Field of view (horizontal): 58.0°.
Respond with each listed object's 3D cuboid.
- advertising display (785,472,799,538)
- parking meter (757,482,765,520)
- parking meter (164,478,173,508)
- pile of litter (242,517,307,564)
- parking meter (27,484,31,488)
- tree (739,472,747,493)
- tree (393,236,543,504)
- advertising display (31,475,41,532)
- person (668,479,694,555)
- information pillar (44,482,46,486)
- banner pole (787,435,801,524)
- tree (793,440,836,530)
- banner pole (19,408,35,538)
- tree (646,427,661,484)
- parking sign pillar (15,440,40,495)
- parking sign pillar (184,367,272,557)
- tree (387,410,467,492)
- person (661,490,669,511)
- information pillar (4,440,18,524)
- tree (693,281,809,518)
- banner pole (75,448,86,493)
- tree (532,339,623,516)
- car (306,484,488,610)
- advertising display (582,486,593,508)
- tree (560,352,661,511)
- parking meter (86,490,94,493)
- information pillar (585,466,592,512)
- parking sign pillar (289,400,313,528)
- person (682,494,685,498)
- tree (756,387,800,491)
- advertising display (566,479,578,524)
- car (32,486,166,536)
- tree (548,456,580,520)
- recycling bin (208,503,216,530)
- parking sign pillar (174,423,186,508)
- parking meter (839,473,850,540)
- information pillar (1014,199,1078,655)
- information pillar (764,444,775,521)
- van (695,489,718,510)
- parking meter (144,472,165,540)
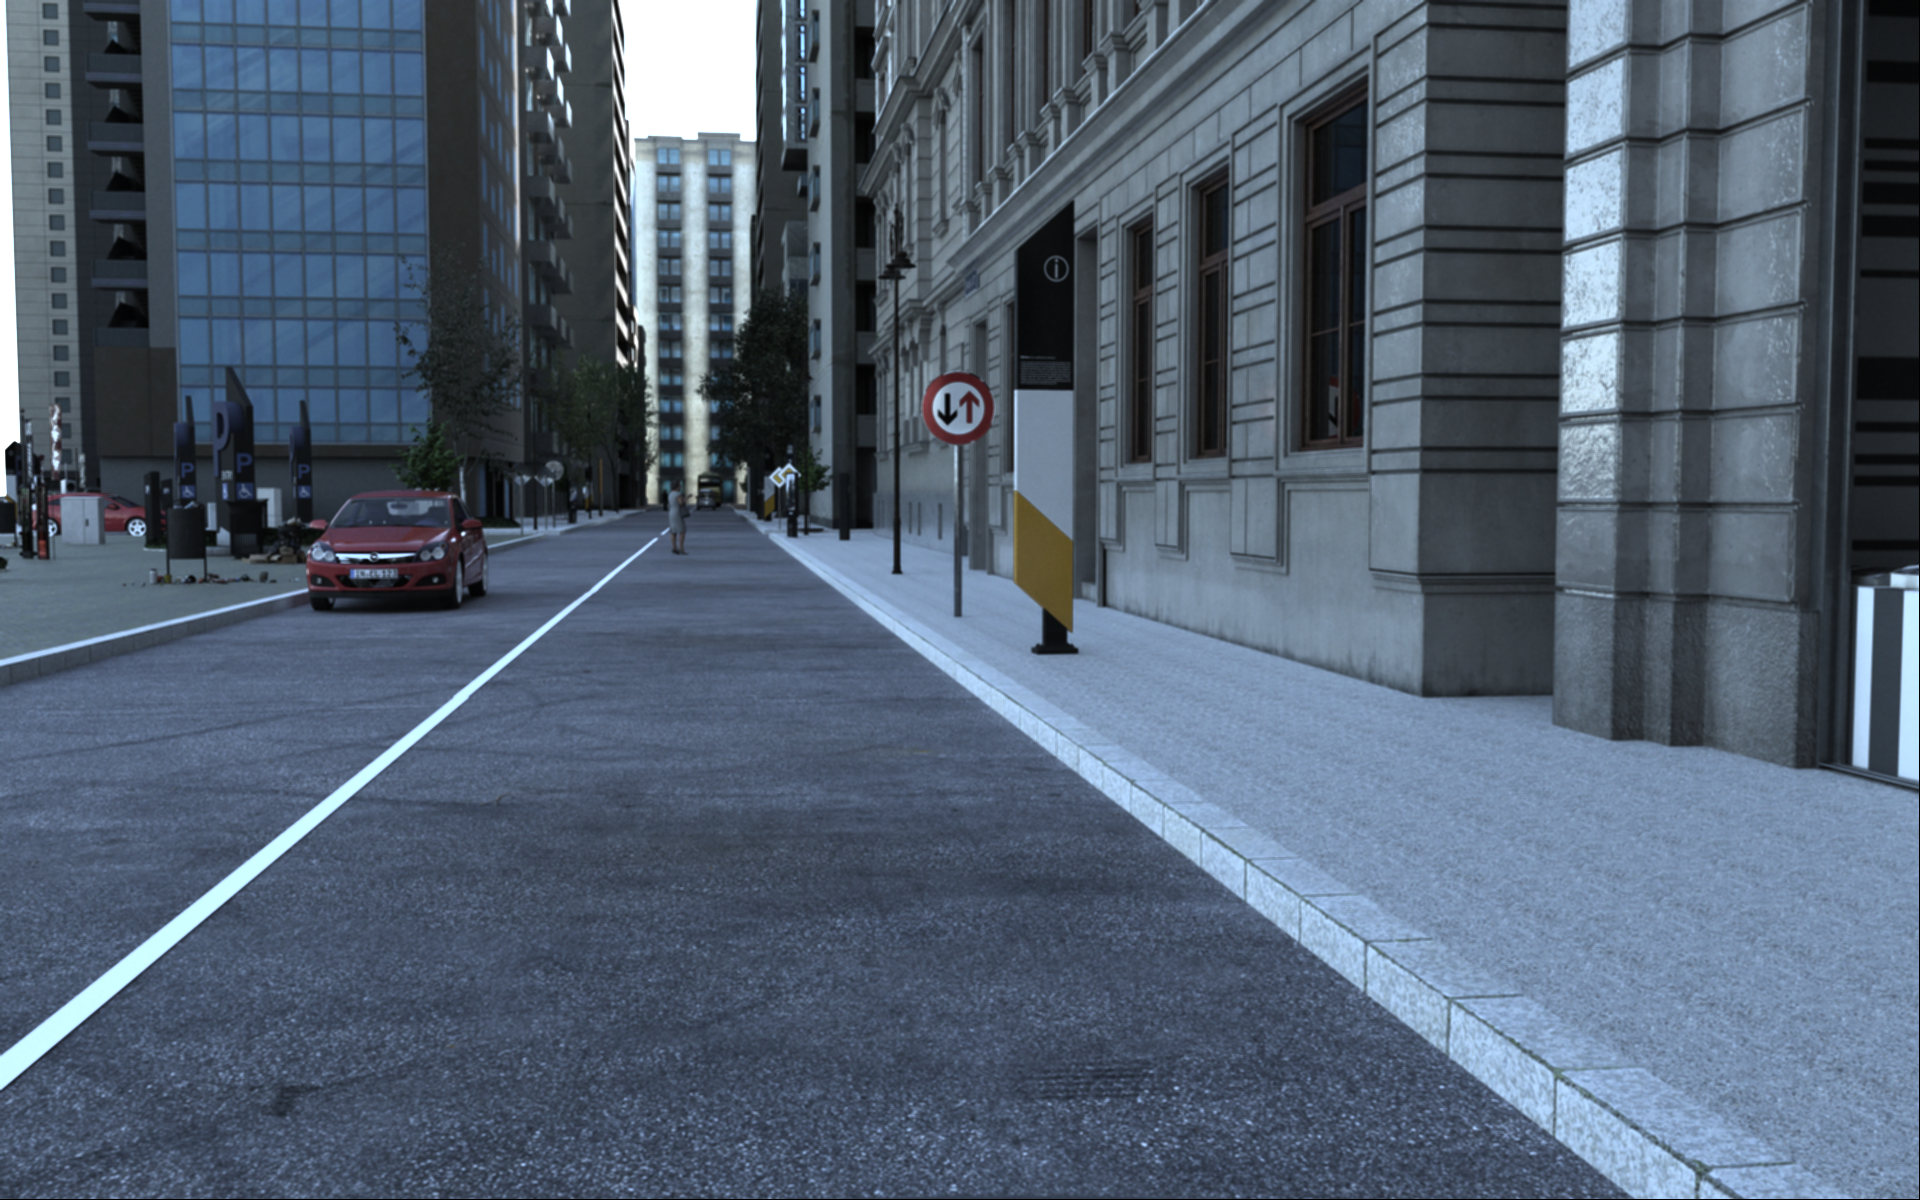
[{"bbox_3d":[-4.979,-2.824,51.378,0.123,1.923,0.974,-1,4,-22],"label":"advertising display"},{"bbox_3d":[-9.861,-4.902,85.860,0.255,1.863,0.399,2,4,34],"label":"parking meter"},{"bbox_3d":[-29.478,-3.587,64.350,0.399,1.863,0.255,-1,4,-18],"label":"parking meter"},{"bbox_3d":[-12.615,-1.111,32.135,1.176,0.858,1.719,-3,5,-42],"label":"pile of litter"},{"bbox_3d":[-35.817,-3.744,66.927,0.399,1.863,0.255,0,4,-7],"label":"parking meter"},{"bbox_3d":[-17.908,-9.243,145.720,1.663,3.219,1.824,0,3,0],"label":"tree"},{"bbox_3d":[-14.184,-6.066,49.534,4.360,8.622,3.978,0,3,0],"label":"tree"},{"bbox_3d":[-31.540,-3.299,59.150,0.123,1.923,0.974,-3,4,-38],"label":"advertising display"},{"bbox_3d":[-6.583,-1.968,41.030,0.532,1.782,0.716,-3,4,-38],"label":"person"},{"bbox_3d":[-53.634,-5.919,101.268,0.304,2.012,0.304,0,4,1],"label":"information pillar"},{"bbox_3d":[-7.170,-5.143,74.097,0.401,3.779,0.863,-3,5,-41],"label":"banner pole"},{"bbox_3d":[-5.351,-4.103,61.682,1.663,3.219,1.824,0,3,0],"label":"tree"},{"bbox_3d":[-27.216,-3.703,50.557,0.863,3.779,0.401,3,4,39],"label":"banner pole"},{"bbox_3d":[-34.705,-14.644,189.786,4.360,8.622,3.978,0,3,0],"label":"tree"},{"bbox_3d":[-46.780,-6.014,86.794,1.447,3.967,1.447,0,4,7],"label":"parking sign pillar"},{"bbox_3d":[-15.156,-2.917,36.168,1.447,3.967,1.447,-3,5,-40],"label":"parking sign pillar"},{"bbox_3d":[-12.183,-2.780,40.051,1.663,3.219,1.824,0,3,0],"label":"tree"},{"bbox_3d":[-25.615,-8.698,150.721,0.705,1.822,1.348,2,4,34],"label":"person"},{"bbox_3d":[-41.304,-5.139,75.383,0.504,3.616,0.183,0,4,6],"label":"information pillar"},{"bbox_3d":[-9.529,-10.785,93.338,9.611,12.733,9.660,0,3,0],"label":"tree"},{"bbox_3d":[-47.862,-6.374,94.230,0.863,3.779,0.401,1,4,22],"label":"banner pole"},{"bbox_3d":[-18.463,-8.115,83.048,4.737,8.622,4.395,0,3,0],"label":"tree"},{"bbox_3d":[-7.337,-0.843,22.822,2.155,1.783,4.494,-1,4,-9],"label":"car"},{"bbox_3d":[-28.657,-7.837,133.341,0.974,1.923,0.123,2,4,32],"label":"advertising display"},{"bbox_3d":[-25.683,-12.360,127.848,9.928,11.665,9.643,0,3,0],"label":"tree"},{"bbox_3d":[-48.869,-5.439,97.346,0.372,1.533,0.369,0,3,0],"label":"parking meter"},{"bbox_3d":[-26.275,-8.019,122.458,0.504,3.616,0.183,-1,4,-22],"label":"information pillar"},{"bbox_3d":[-18.739,-3.719,49.276,1.447,3.967,1.447,-2,4,-26],"label":"parking sign pillar"},{"bbox_3d":[-22.514,-7.835,139.790,0.799,1.438,0.628,0,4,0],"label":"person"},{"bbox_3d":[-10.904,-9.290,102.251,4.360,8.622,3.978,0,3,0],"label":"tree"},{"bbox_3d":[-16.967,-4.315,75.770,0.123,1.923,0.974,1,4,8],"label":"advertising display"},{"bbox_3d":[-27.940,-2.907,56.574,4.494,1.783,2.155,0,4,-6],"label":"car"},{"bbox_3d":[-19.880,-5.663,87.188,1.663,3.219,1.824,0,3,0],"label":"tree"},{"bbox_3d":[-21.486,-2.315,50.408,0.722,1.027,0.722,-2,4,-23],"label":"recycling bin"},{"bbox_3d":[-20.988,-3.578,46.971,1.447,3.967,1.447,-2,4,-27],"label":"parking sign pillar"},{"bbox_3d":[-3.213,-2.598,48.194,0.255,1.863,0.399,0,4,4],"label":"parking meter"},{"bbox_3d":[0.684,-1.375,13.831,0.504,3.616,0.183,-1,4,-13],"label":"information pillar"},{"bbox_3d":[-8.960,-5.499,81.262,0.504,3.616,0.183,-1,4,-14],"label":"information pillar"},{"bbox_3d":[-22.757,-9.072,155.337,2.013,2.044,4.112,0,4,-7],"label":"van"},{"bbox_3d":[-20.990,-2.405,45.025,0.399,1.863,0.255,3,5,39],"label":"parking meter"}]
